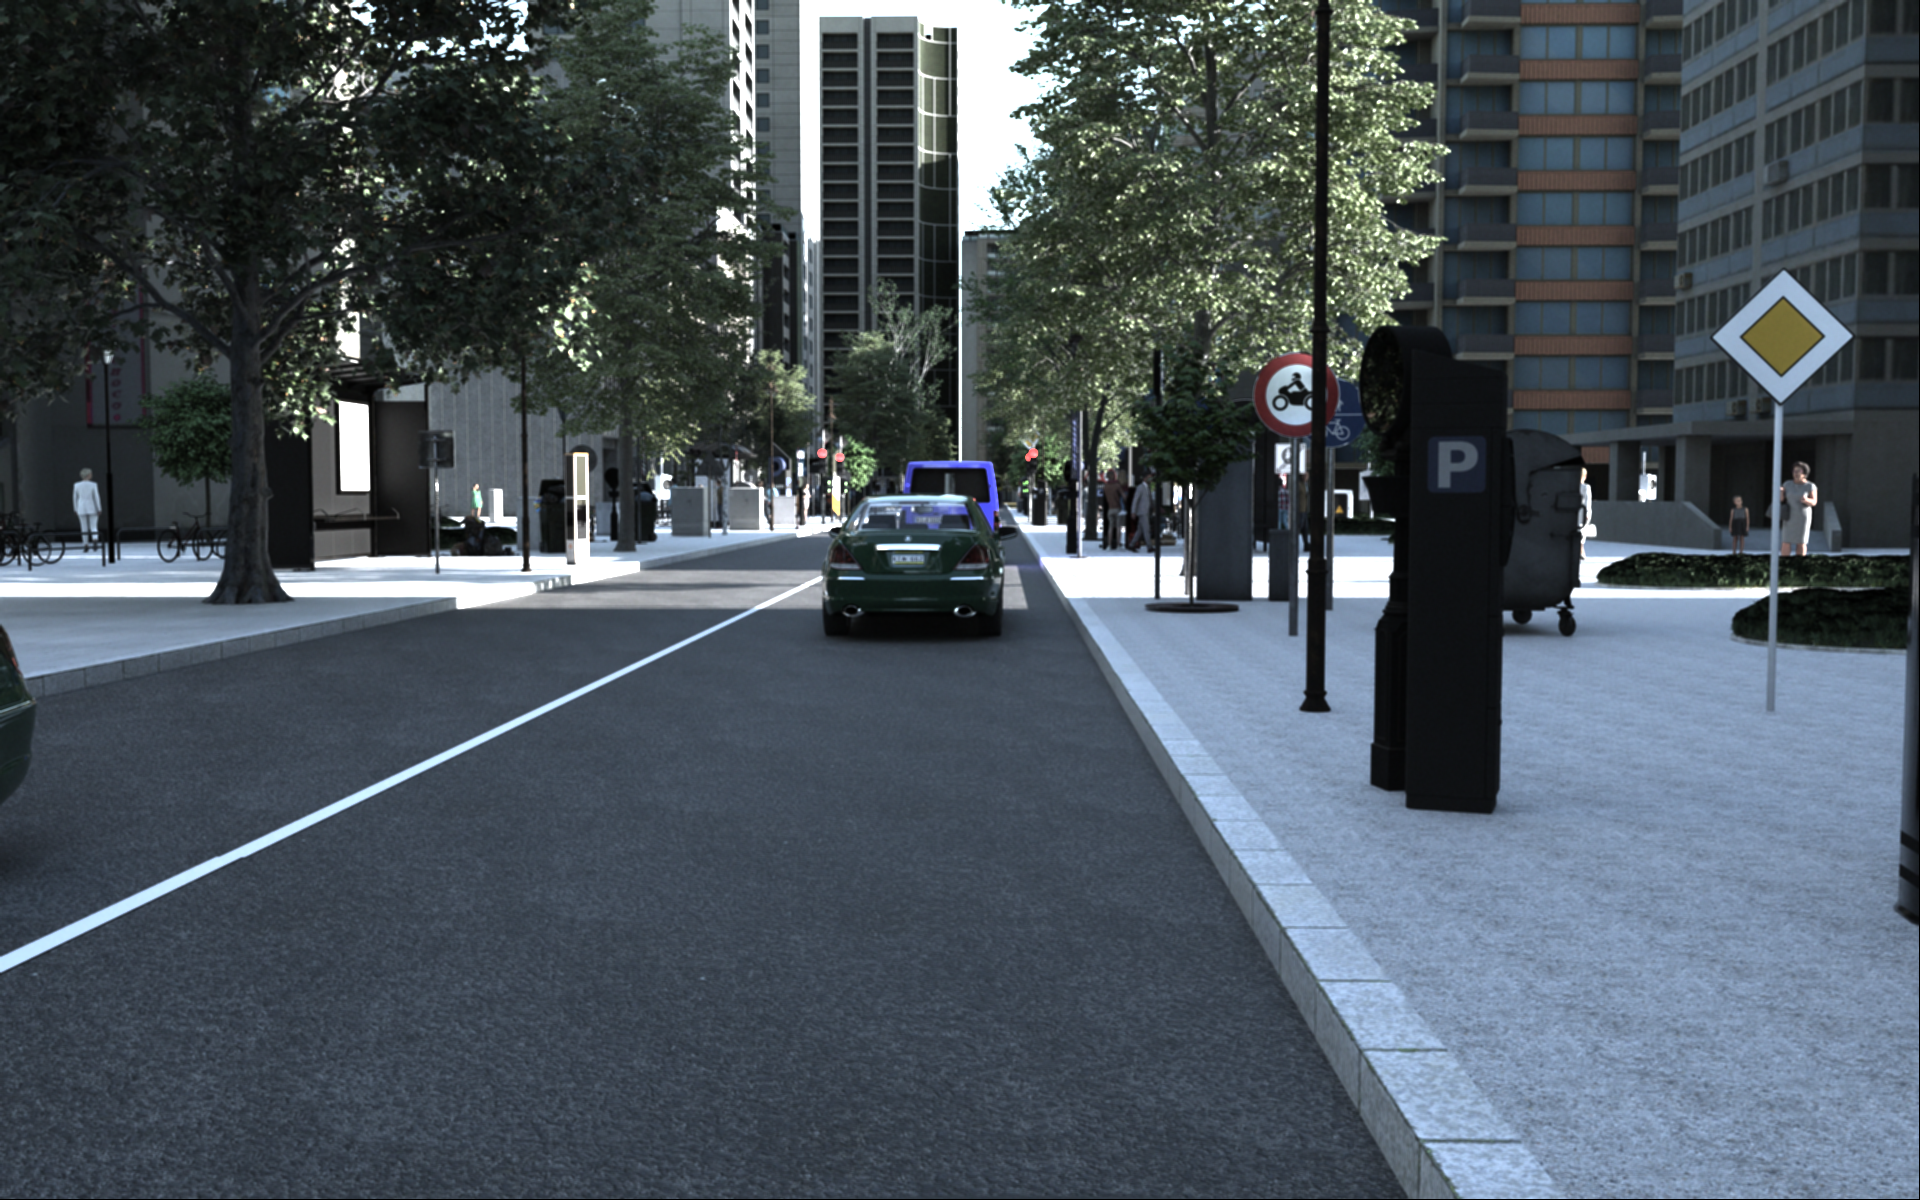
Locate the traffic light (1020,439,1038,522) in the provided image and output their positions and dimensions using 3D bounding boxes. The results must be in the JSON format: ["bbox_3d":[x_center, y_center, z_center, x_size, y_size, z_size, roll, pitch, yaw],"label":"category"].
[{"bbox_3d":[3.217,-5.595,80.402,0.839,4.253,0.868,0,4,1],"label":"traffic light"}]

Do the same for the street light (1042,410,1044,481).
[{"bbox_3d":[3.415,-6.035,71.459,0.468,5.910,1.993,0,4,1],"label":"street light"}]

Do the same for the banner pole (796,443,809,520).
[{"bbox_3d":[-7.587,-5.751,84.048,0.863,3.779,0.401,-2,4,-30],"label":"banner pole"}]

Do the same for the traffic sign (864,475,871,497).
[{"bbox_3d":[-5.716,-6.324,103.511,0.768,2.556,0.104,1,4,10],"label":"traffic sign"}]

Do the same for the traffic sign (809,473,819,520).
[{"bbox_3d":[-7.213,-5.081,85.198,0.606,2.300,0.079,1,4,9],"label":"traffic sign"}]

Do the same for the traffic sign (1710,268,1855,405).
[{"bbox_3d":[4.810,-0.637,10.143,0.795,2.593,0.064,1,4,9],"label":"traffic sign"}]

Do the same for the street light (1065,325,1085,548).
[{"bbox_3d":[2.714,-4.157,40.753,0.468,5.910,1.993,0,4,1],"label":"street light"}]

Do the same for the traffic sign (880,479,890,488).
[{"bbox_3d":[-4.935,-6.842,113.999,0.606,2.300,0.079,0,4,4],"label":"traffic sign"}]

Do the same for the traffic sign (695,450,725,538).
[{"bbox_3d":[-7.343,-3.105,50.777,0.884,2.594,0.081,0,4,5],"label":"traffic sign"}]

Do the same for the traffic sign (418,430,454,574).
[{"bbox_3d":[-8.430,-1.575,27.888,0.606,2.300,0.079,0,4,7],"label":"traffic sign"}]

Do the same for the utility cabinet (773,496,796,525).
[{"bbox_3d":[-7.293,-3.697,71.605,1.020,1.237,0.306,0,4,-3],"label":"utility cabinet"}]

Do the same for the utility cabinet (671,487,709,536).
[{"bbox_3d":[-8.170,-2.673,52.377,1.173,1.500,0.318,2,4,27],"label":"utility cabinet"}]

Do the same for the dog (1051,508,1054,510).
[{"bbox_3d":[6.402,-6.647,123.059,0.513,0.831,0.800,2,4,31],"label":"dog"}]

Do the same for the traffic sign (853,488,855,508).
[{"bbox_3d":[-6.440,-6.436,105.235,0.884,2.594,0.081,0,4,5],"label":"traffic sign"}]

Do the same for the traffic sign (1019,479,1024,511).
[{"bbox_3d":[4.699,-7.798,127.597,0.768,2.556,0.104,1,4,8],"label":"traffic sign"}]

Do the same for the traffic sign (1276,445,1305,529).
[{"bbox_3d":[6.679,-2.016,35.086,0.606,2.300,0.079,0,4,4],"label":"traffic sign"}]

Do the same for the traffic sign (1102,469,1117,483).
[{"bbox_3d":[7.475,-5.309,86.904,0.768,2.556,0.104,0,4,7],"label":"traffic sign"}]

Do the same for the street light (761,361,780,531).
[{"bbox_3d":[-6.464,-5.298,59.403,0.468,5.910,1.993,0,4,1],"label":"street light"}]

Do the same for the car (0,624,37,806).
[{"bbox_3d":[-4.491,0.440,4.601,2.131,1.459,4.920,0,4,2],"label":"car"}]

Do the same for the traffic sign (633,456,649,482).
[{"bbox_3d":[-10.820,-3.550,58.152,0.768,2.556,0.104,0,4,7],"label":"traffic sign"}]

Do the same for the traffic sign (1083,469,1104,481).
[{"bbox_3d":[5.515,-4.370,71.452,0.884,2.594,0.081,1,4,9],"label":"traffic sign"}]

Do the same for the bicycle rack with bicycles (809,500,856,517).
[{"bbox_3d":[-7.159,-5.289,99.855,2.925,0.926,2.852,1,4,9],"label":"bicycle rack with bicycles"}]

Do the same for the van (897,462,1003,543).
[{"bbox_3d":[-0.207,-1.866,34.896,2.240,2.365,5.245,0,4,0],"label":"van"}]

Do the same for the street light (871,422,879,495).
[{"bbox_3d":[-5.440,-8.471,111.283,0.468,5.910,1.993,0,4,1],"label":"street light"}]

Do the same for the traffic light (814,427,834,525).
[{"bbox_3d":[-5.721,-5.118,72.598,0.839,4.253,0.868,0,4,1],"label":"traffic light"}]

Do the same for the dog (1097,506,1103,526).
[{"bbox_3d":[5.330,-3.366,69.418,0.513,0.831,0.800,-3,4,-38],"label":"dog"}]

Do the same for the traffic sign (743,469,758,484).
[{"bbox_3d":[-10.637,-5.376,88.006,0.768,2.556,0.104,1,4,9],"label":"traffic sign"}]

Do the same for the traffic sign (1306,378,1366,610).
[{"bbox_3d":[4.083,-1.160,19.079,0.768,2.556,0.104,1,4,11],"label":"traffic sign"}]

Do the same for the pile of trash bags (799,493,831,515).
[{"bbox_3d":[-8.627,-5.843,105.291,1.912,1.369,3.447,2,4,27],"label":"pile of trash bags"}]

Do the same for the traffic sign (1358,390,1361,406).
[{"bbox_3d":[3.859,-0.921,15.169,0.768,2.556,0.104,0,4,4],"label":"traffic sign"}]

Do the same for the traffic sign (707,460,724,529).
[{"bbox_3d":[-9.030,-3.887,63.654,0.768,2.556,0.104,1,4,11],"label":"traffic sign"}]

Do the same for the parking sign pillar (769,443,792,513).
[{"bbox_3d":[-9.388,-6.234,90.396,1.447,3.967,1.447,3,5,41],"label":"parking sign pillar"}]

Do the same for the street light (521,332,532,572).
[{"bbox_3d":[-7.135,-3.397,28.326,0.468,5.910,1.993,0,4,1],"label":"street light"}]

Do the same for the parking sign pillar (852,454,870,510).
[{"bbox_3d":[-6.576,-7.714,114.600,1.447,3.967,1.447,3,5,41],"label":"parking sign pillar"}]

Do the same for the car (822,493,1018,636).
[{"bbox_3d":[-0.433,-0.438,18.954,2.131,1.459,4.920,0,4,2],"label":"car"}]

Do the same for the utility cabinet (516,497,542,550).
[{"bbox_3d":[-9.613,-1.733,39.489,1.020,1.237,0.306,1,4,21],"label":"utility cabinet"}]

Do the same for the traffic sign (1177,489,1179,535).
[{"bbox_3d":[6.893,-3.340,54.710,0.768,2.556,0.104,1,4,9],"label":"traffic sign"}]

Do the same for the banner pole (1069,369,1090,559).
[{"bbox_3d":[2.336,-2.731,34.670,0.401,3.779,0.863,-1,4,-12],"label":"banner pole"}]

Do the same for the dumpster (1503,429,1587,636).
[{"bbox_3d":[5.045,-0.647,16.344,1.264,1.857,1.865,0,4,1],"label":"dumpster"}]

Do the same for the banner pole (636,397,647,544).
[{"bbox_3d":[-8.207,-3.343,44.668,0.401,3.779,0.863,1,4,10],"label":"banner pole"}]

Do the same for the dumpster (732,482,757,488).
[{"bbox_3d":[-10.254,-4.649,81.763,1.264,1.857,1.865,0,4,1],"label":"dumpster"}]

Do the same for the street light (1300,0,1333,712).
[{"bbox_3d":[2.105,-2.281,10.088,0.468,5.910,1.993,0,4,1],"label":"street light"}]

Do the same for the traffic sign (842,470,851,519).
[{"bbox_3d":[-6.018,-5.478,89.673,0.768,2.556,0.104,1,4,9],"label":"traffic sign"}]

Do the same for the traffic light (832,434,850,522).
[{"bbox_3d":[-5.542,-5.606,80.581,0.839,4.253,0.868,0,4,1],"label":"traffic light"}]

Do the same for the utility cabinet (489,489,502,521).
[{"bbox_3d":[-21.584,-4.394,80.525,0.318,1.500,1.173,0,4,1],"label":"utility cabinet"}]

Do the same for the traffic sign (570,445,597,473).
[{"bbox_3d":[-9.753,-2.732,44.777,0.768,2.556,0.104,0,4,2],"label":"traffic sign"}]

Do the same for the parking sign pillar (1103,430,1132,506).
[{"bbox_3d":[6.811,-5.069,71.343,1.447,3.967,1.447,1,4,11],"label":"parking sign pillar"}]

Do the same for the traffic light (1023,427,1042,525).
[{"bbox_3d":[3.039,-5.107,72.419,0.839,4.253,0.868,0,4,1],"label":"traffic light"}]

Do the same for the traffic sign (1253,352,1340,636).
[{"bbox_3d":[3.023,-0.949,15.629,0.768,2.556,0.104,1,4,8],"label":"traffic sign"}]

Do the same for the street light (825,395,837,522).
[{"bbox_3d":[-5.994,-6.608,80.835,0.468,5.910,1.993,0,4,1],"label":"street light"}]

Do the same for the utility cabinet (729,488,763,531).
[{"bbox_3d":[-7.401,-3.129,59.838,1.173,1.500,0.318,1,4,21],"label":"utility cabinet"}]

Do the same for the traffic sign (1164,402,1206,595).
[{"bbox_3d":[2.888,-1.333,21.894,0.768,2.556,0.104,0,4,8],"label":"traffic sign"}]

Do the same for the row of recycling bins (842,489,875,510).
[{"bbox_3d":[-8.162,-7.817,134.919,3.534,1.692,1.069,-1,4,-9],"label":"row of recycling bins"}]

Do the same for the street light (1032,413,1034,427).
[{"bbox_3d":[3.918,-7.376,93.390,0.468,5.910,1.993,0,4,1],"label":"street light"}]
